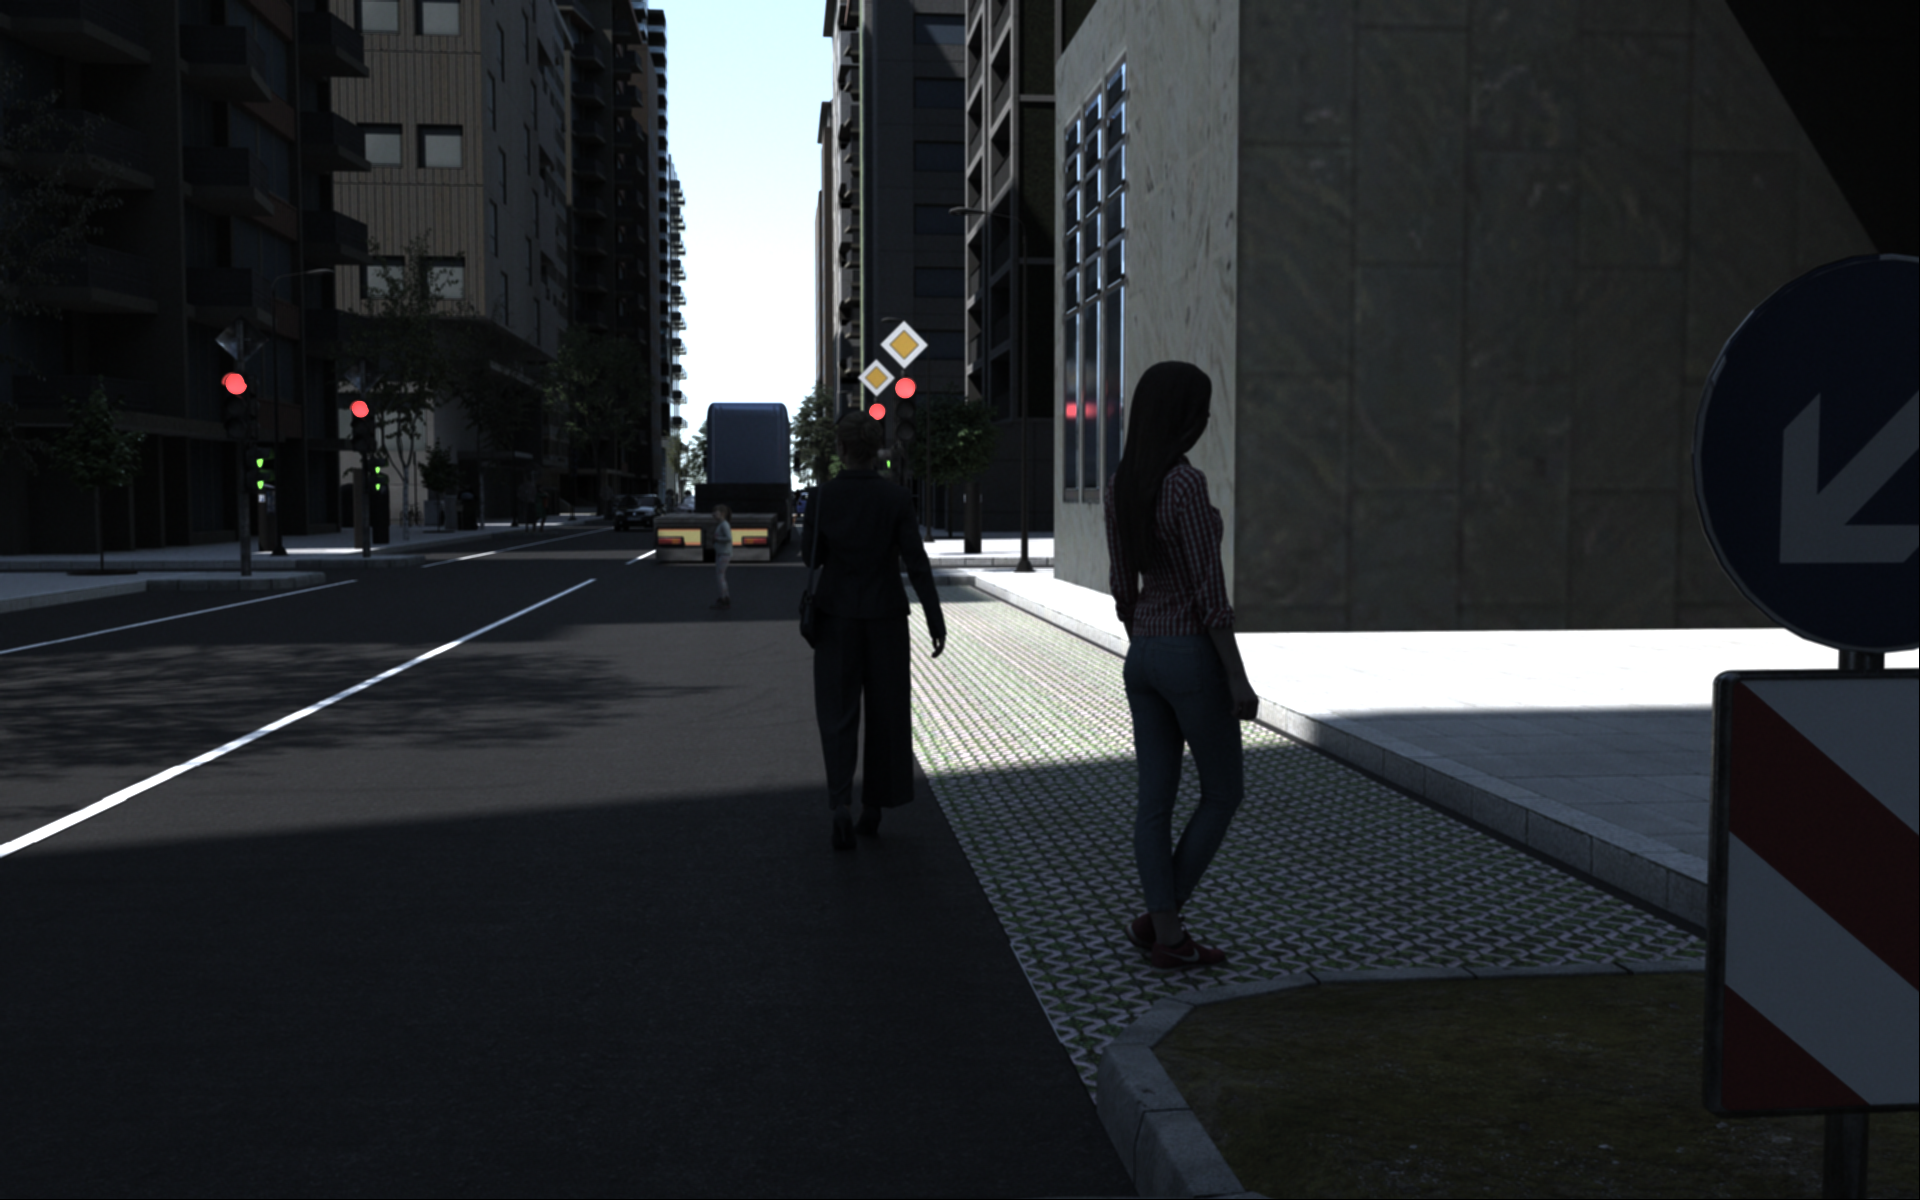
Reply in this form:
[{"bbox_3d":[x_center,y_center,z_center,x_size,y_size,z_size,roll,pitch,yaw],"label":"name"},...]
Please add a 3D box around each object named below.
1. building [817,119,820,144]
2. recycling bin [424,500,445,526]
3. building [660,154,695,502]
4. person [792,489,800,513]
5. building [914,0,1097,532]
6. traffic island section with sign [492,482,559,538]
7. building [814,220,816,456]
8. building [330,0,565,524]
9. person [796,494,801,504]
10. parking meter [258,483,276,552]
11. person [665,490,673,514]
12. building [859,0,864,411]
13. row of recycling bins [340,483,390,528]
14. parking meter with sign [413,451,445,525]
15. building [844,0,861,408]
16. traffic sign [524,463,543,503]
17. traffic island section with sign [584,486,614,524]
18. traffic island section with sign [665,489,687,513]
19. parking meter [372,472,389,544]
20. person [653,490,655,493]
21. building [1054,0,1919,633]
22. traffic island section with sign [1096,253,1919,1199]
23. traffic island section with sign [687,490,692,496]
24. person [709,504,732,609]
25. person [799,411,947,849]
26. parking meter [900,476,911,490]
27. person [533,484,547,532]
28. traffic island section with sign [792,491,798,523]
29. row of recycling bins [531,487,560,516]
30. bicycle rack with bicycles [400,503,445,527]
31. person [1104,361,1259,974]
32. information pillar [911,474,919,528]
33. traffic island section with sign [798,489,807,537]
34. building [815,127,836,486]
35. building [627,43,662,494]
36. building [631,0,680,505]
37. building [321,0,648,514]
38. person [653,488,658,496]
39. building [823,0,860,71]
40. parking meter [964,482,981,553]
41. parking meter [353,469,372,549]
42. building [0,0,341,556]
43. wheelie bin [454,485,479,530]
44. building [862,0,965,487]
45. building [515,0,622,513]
[{"bbox_3d":[-4.087,-39.122,228.877,28.713,52.752,27.495,0,4,-6],"label":"building"},{"bbox_3d":[-21.203,-3.512,69.972,0.722,1.027,0.722,0,4,0],"label":"recycling bin"},{"bbox_3d":[-49.091,-37.831,238.139,23.786,49.044,30.456,0,4,-6],"label":"building"},{"bbox_3d":[-12.369,-7.558,132.030,1.348,1.831,0.705,1,4,14],"label":"person"},{"bbox_3d":[9.244,-38.155,62.081,20.563,71.187,20.611,0,4,-6],"label":"building"},{"bbox_3d":[-14.410,-2.995,57.591,1.989,1.847,2.006,0,4,-6],"label":"traffic island section with sign"},{"bbox_3d":[-13.443,-36.632,249.051,14.600,45.320,14.200,0,4,-6],"label":"building"},{"bbox_3d":[-34.461,-30.179,82.666,28.713,52.752,27.495,0,4,-6],"label":"building"},{"bbox_3d":[-11.349,-6.814,123.162,0.557,1.426,1.065,1,4,18],"label":"person"},{"bbox_3d":[-15.452,-1.848,38.620,0.372,1.533,0.369,0,3,0],"label":"parking meter"},{"bbox_3d":[-17.868,-5.935,106.548,0.522,1.701,0.512,0,4,7],"label":"person"},{"bbox_3d":[-0.150,-26.870,122.920,14.154,41.232,14.086,0,4,-6],"label":"building"},{"bbox_3d":[-23.294,-3.703,67.662,1.069,1.692,3.534,0,4,4],"label":"row of recycling bins"},{"bbox_3d":[-21.428,-4.566,70.914,1.738,3.016,0.543,-1,4,-13],"label":"parking meter with sign"},{"bbox_3d":[1.645,-29.989,144.937,22.147,44.769,28.867,0,4,-6],"label":"building"},{"bbox_3d":[-17.511,-4.343,71.106,0.768,2.556,0.104,0,4,-5],"label":"traffic sign"},{"bbox_3d":[-17.212,-4.634,84.400,1.989,1.847,2.006,0,4,-6],"label":"traffic island section with sign"},{"bbox_3d":[-22.465,-7.707,134.640,1.989,1.847,2.006,0,4,-6],"label":"traffic island section with sign"},{"bbox_3d":[-14.898,-2.374,44.524,0.255,1.863,0.399,2,4,27],"label":"parking meter"},{"bbox_3d":[-22.060,-7.130,125.795,0.721,1.735,1.217,0,4,3],"label":"person"},{"bbox_3d":[14.140,-42.622,9.543,22.319,86.520,31.000,0,4,-6],"label":"building"},{"bbox_3d":[1.349,0.305,3.645,1.989,1.847,2.006,0,4,-6],"label":"traffic island section with sign"},{"bbox_3d":[-25.279,-9.347,161.449,1.989,1.847,2.006,0,4,-6],"label":"traffic island section with sign"},{"bbox_3d":[-3.008,-0.549,21.761,0.394,1.301,0.425,-3,5,-41],"label":"person"},{"bbox_3d":[-0.377,0.110,7.125,0.576,1.772,0.534,-1,4,-21],"label":"person"},{"bbox_3d":[-1.844,-3.170,57.546,0.255,1.863,0.399,3,4,39],"label":"parking meter"},{"bbox_3d":[-15.049,-3.251,61.900,0.529,1.795,0.600,-1,4,-21],"label":"person"},{"bbox_3d":[-7.205,-4.701,85.484,1.989,1.847,2.006,0,4,-6],"label":"traffic island section with sign"},{"bbox_3d":[-24.880,-5.933,104.118,1.069,1.692,3.534,0,4,5],"label":"row of recycling bins"},{"bbox_3d":[-20.673,-3.335,67.906,2.852,0.926,2.925,0,4,-6],"label":"bicycle rack with bicycles"},{"bbox_3d":[0.669,0.204,5.168,0.388,1.821,0.555,-3,5,-41],"label":"person"},{"bbox_3d":[-1.680,-3.700,64.984,0.304,2.012,0.304,0,4,-1],"label":"information pillar"},{"bbox_3d":[-4.370,-3.041,58.349,1.989,1.847,2.006,0,4,-6],"label":"traffic island section with sign"},{"bbox_3d":[-9.459,-34.085,207.404,14.600,45.320,14.200,0,4,-6],"label":"building"},{"bbox_3d":[-36.782,-31.747,169.167,14.600,45.320,14.200,0,4,-6],"label":"building"},{"bbox_3d":[-44.746,-54.664,206.431,22.319,86.520,31.000,0,4,-6],"label":"building"},{"bbox_3d":[-38.500,-30.118,147.046,22.147,44.769,28.867,0,4,-6],"label":"building"},{"bbox_3d":[-18.419,-5.764,102.960,1.509,1.804,0.699,-3,5,-40],"label":"person"},{"bbox_3d":[1.136,-35.699,172.921,28.713,52.752,27.495,0,4,-6],"label":"building"},{"bbox_3d":[0.279,-1.790,37.684,0.372,1.533,0.369,0,3,0],"label":"parking meter"},{"bbox_3d":[-14.092,-2.142,40.735,0.255,1.863,0.399,0,4,-6],"label":"parking meter"},{"bbox_3d":[-29.336,-24.007,47.134,22.147,44.769,28.867,0,4,-6],"label":"building"},{"bbox_3d":[-17.487,-3.271,61.396,0.693,1.594,0.980,-3,5,-44],"label":"wheelie bin"},{"bbox_3d":[5.018,-33.959,97.221,21.231,58.520,28.212,0,4,-6],"label":"building"},{"bbox_3d":[-40.495,-26.187,120.040,32.217,40.220,23.993,0,4,-6],"label":"building"}]
